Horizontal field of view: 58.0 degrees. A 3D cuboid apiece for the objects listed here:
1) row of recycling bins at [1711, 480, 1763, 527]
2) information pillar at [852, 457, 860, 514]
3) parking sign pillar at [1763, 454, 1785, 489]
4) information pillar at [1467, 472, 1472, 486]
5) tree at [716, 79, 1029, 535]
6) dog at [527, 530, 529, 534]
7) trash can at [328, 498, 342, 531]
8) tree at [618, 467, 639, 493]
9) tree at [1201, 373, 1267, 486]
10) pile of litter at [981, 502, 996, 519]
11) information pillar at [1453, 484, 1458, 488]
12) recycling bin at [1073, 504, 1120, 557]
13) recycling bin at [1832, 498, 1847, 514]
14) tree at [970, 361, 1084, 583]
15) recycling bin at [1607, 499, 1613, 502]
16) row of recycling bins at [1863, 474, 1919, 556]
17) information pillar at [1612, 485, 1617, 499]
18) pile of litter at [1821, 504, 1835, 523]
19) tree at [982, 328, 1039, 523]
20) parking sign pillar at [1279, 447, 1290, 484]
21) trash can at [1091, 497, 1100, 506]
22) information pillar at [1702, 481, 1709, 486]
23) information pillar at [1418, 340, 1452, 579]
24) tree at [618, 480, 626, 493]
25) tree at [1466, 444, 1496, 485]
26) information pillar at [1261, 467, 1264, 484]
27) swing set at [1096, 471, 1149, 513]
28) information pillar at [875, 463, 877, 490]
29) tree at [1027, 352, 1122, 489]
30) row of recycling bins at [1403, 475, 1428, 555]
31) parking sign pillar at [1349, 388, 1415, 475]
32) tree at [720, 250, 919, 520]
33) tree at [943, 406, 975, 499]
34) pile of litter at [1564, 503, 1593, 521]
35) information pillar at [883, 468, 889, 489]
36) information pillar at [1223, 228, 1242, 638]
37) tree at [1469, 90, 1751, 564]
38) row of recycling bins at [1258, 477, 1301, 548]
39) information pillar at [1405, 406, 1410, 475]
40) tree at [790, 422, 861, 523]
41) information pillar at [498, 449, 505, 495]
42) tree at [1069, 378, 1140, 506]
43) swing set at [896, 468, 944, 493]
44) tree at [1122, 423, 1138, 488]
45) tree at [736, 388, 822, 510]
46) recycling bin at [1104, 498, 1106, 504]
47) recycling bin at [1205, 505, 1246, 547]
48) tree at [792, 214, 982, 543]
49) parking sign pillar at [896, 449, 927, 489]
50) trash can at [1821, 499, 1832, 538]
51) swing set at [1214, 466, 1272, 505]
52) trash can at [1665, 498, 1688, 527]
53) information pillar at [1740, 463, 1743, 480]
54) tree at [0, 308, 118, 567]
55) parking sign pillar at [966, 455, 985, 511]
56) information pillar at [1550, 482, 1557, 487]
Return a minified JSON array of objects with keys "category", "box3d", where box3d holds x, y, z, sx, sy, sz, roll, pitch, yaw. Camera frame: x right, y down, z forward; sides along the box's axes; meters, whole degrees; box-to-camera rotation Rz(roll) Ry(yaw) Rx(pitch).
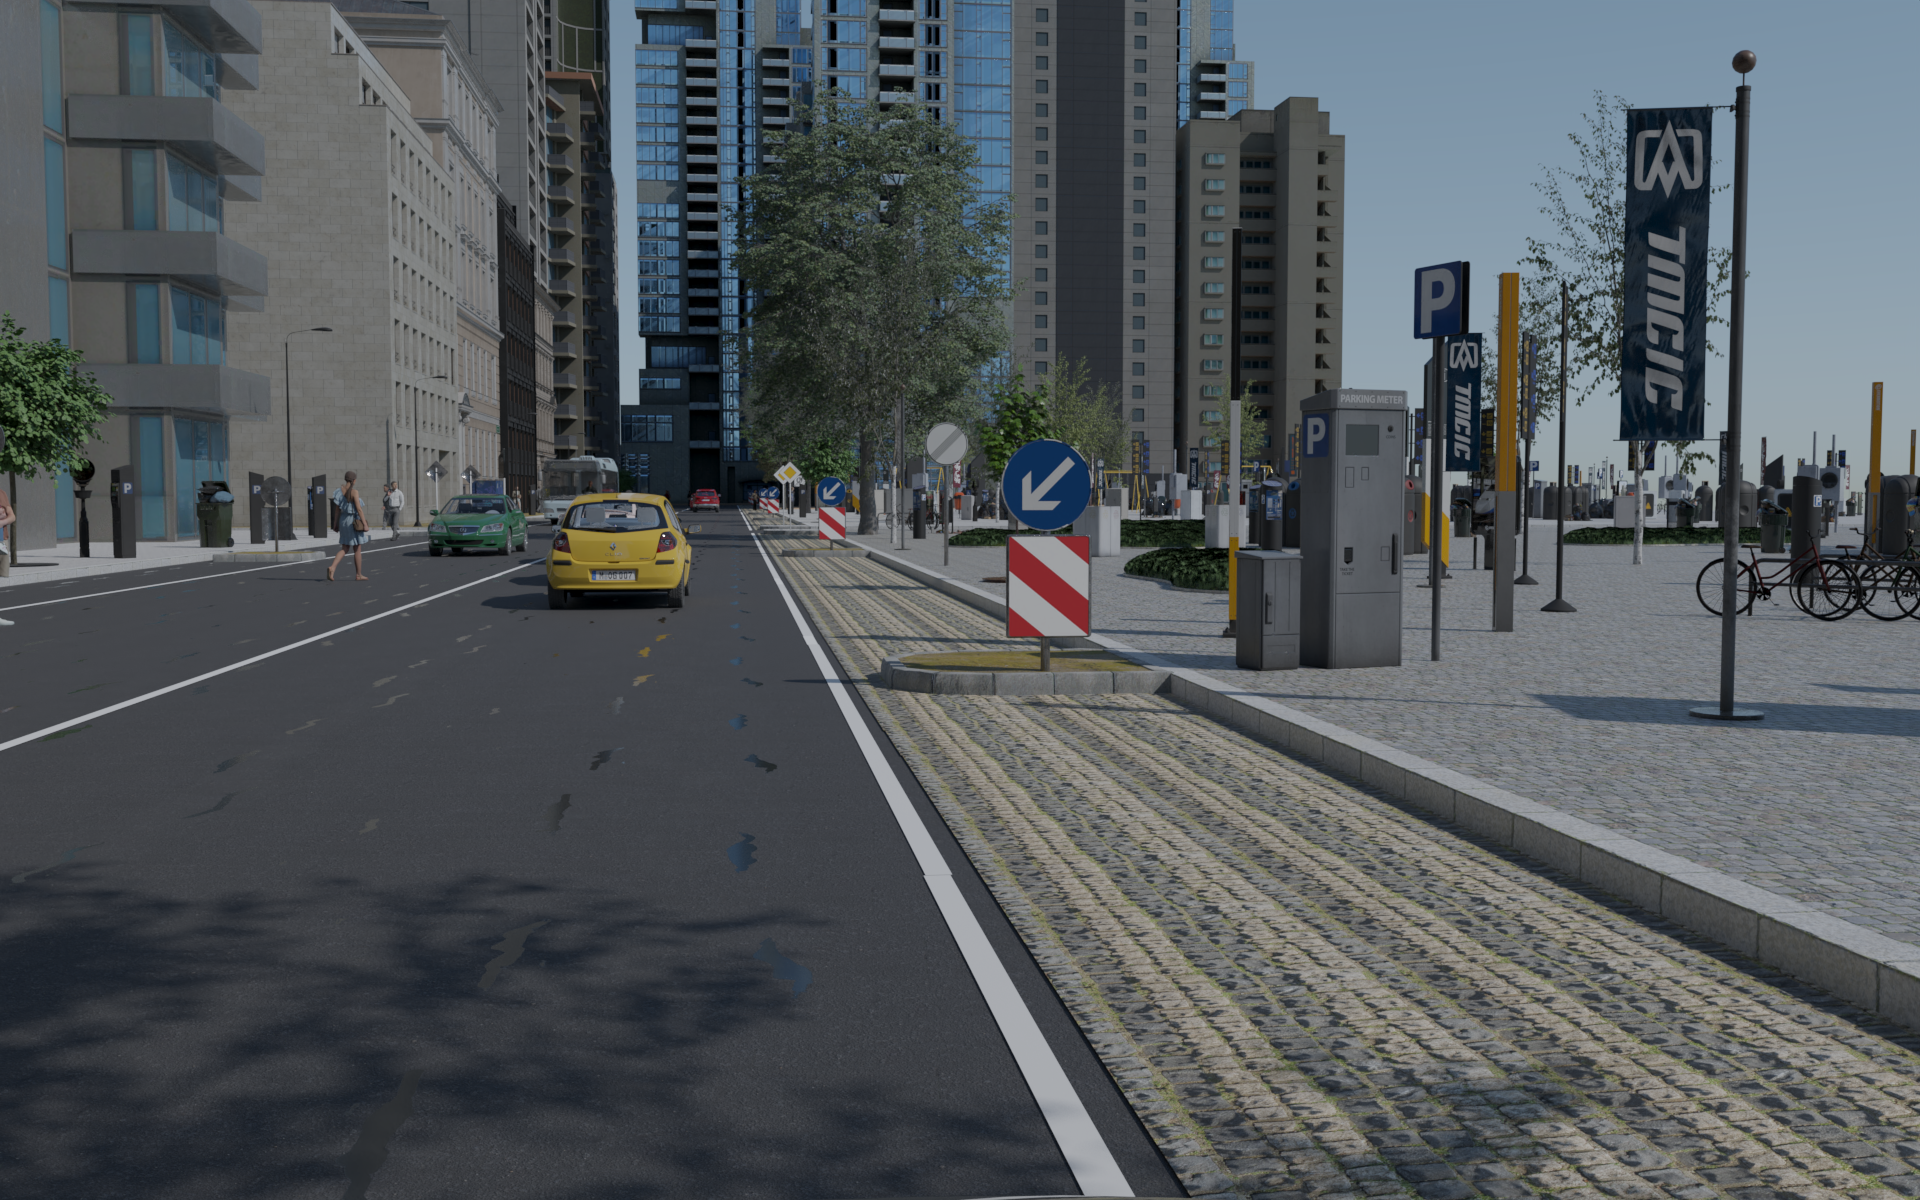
[{"category":"row of recycling bins","box3d":[22.806,-2.672,50.801,1.069,1.692,3.534,2,4,26]},{"category":"information pillar","box3d":[-6.536,-7.212,109.277,0.504,3.616,0.183,1,4,21]},{"category":"parking sign pillar","box3d":[55.561,-7.934,118.192,1.447,3.967,1.447,-2,4,-35]},{"category":"information pillar","box3d":[28.195,-6.392,95.869,0.183,3.616,0.504,3,4,37]},{"category":"tree","box3d":[-2.806,-9.035,54.383,9.857,13.997,8.962,0,3,0]},{"category":"dog","box3d":[-15.016,-2.591,59.192,0.513,0.831,0.800,0,4,-4]},{"category":"trash can","box3d":[-21.380,-2.938,59.692,0.748,1.137,0.748,0,3,0]},{"category":"tree","box3d":[-39.009,-13.308,201.302,4.285,4.588,4.351,0,3,0]},{"category":"tree","box3d":[16.634,-9.426,104.483,4.737,8.622,4.395,0,3,0]},{"category":"pile of litter","box3d":[1.828,-4.585,88.927,1.719,0.858,1.176,-1,4,-15]},{"category":"information pillar","box3d":[35.851,-7.394,125.378,0.304,2.012,0.304,-3,5,-42]},{"category":"recycling bin","box3d":[2.805,-1.408,35.580,0.722,1.027,0.722,3,5,42]},{"category":"recycling bin","box3d":[54.860,-5.844,108.095,0.722,1.027,0.722,3,5,39]},{"category":"tree","box3d":[0.973,-1.876,25.276,1.663,3.219,1.824,0,3,0]},{"category":"recycling bin","box3d":[35.170,-4.931,93.172,0.722,1.027,0.722,1,4,22]},{"category":"row of recycling bins","box3d":[20.337,-1.870,37.695,1.069,1.692,3.534,1,4,20]},{"category":"information pillar","box3d":[53.150,-8.323,140.580,0.304,2.012,0.304,-3,5,-42]},{"category":"pile of litter","box3d":[39.300,-3.964,78.771,1.176,0.858,1.719,2,4,25]},{"category":"tree","box3d":[1.637,-7.777,77.519,4.360,8.622,3.978,0,3,0]},{"category":"parking sign pillar","box3d":[18.665,-6.813,99.865,1.447,3.967,1.447,0,4,2]},{"category":"trash can","box3d":[6.071,-4.168,79.806,0.748,1.137,0.748,0,3,0]},{"category":"information pillar","box3d":[41.132,-5.576,95.654,0.304,2.012,0.304,1,4,10]},{"category":"information pillar","box3d":[7.192,-2.125,26.094,0.504,3.616,0.183,-2,4,-25]},{"category":"tree","box3d":[-39.067,-12.440,197.996,1.663,3.219,1.824,0,3,0]},{"category":"tree","box3d":[18.980,-4.086,61.408,1.663,3.219,1.824,0,3,0]},{"category":"information pillar","box3d":[24.963,-9.272,142.957,0.183,3.616,0.504,-1,4,-21]},{"category":"swing set","box3d":[11.114,-7.253,116.207,3.119,2.851,2.862,2,4,26]},{"category":"information pillar","box3d":[-6.349,-8.543,131.035,0.183,3.616,0.504,-1,4,-9]},{"category":"tree","box3d":[5.632,-8.571,90.505,4.737,8.622,4.395,0,3,0]},{"category":"row of recycling bins","box3d":[8.922,-1.780,36.214,1.069,1.692,3.534,2,4,32]},{"category":"parking sign pillar","box3d":[10.539,-3.400,44.062,1.447,3.967,1.447,-1,4,-18]},{"category":"tree","box3d":[-6.803,-10.811,87.124,12.009,13.543,11.850,0,3,0]},{"category":"tree","box3d":[-0.612,-11.816,143.557,4.737,8.622,4.395,0,3,0]},{"category":"pile of litter","box3d":[29.270,-4.189,82.451,1.719,0.858,1.176,1,4,14]},{"category":"information pillar","box3d":[-6.156,-9.316,143.664,0.504,3.616,0.183,-1,4,-10]},{"category":"information pillar","box3d":[2.467,-1.480,15.546,0.183,3.616,0.504,1,4,8]},{"category":"tree","box3d":[12.205,-4.945,31.220,4.360,8.622,3.978,0,3,0]},{"category":"row of recycling bins","box3d":[8.453,-2.091,41.293,1.069,1.692,3.534,-2,4,-32]},{"category":"information pillar","box3d":[9.805,-2.903,38.811,0.504,3.616,0.183,3,5,43]},{"category":"tree","box3d":[-5.941,-5.767,78.010,4.285,4.588,4.351,0,3,0]},{"category":"information pillar","box3d":[-23.705,-6.013,89.663,0.504,3.616,0.183,3,5,41]},{"category":"tree","box3d":[9.238,-9.813,110.807,4.360,8.622,3.978,0,3,0]},{"category":"swing set","box3d":[-2.323,-6.461,103.260,3.119,2.851,2.862,1,4,19]},{"category":"tree","box3d":[10.942,-10.875,128.164,4.737,8.622,4.395,0,3,0]},{"category":"tree","box3d":[-14.520,-13.236,142.169,9.928,11.665,9.643,0,3,0]},{"category":"recycling bin","box3d":[9.060,-5.541,103.148,0.722,1.027,0.722,2,4,34]},{"category":"recycling bin","box3d":[6.087,-1.662,39.727,0.722,1.027,0.722,-1,4,-16]},{"category":"tree","box3d":[-1.976,-5.790,45.028,4.360,8.622,3.978,0,3,0]},{"category":"parking sign pillar","box3d":[-2.503,-6.625,96.794,1.447,3.967,1.447,-2,4,-33]},{"category":"trash can","box3d":[24.970,-2.371,50.423,0.748,1.137,0.748,0,3,0]},{"category":"swing set","box3d":[16.035,-6.035,96.292,3.119,2.851,2.862,-1,4,-17]},{"category":"trash can","box3d":[25.190,-3.014,60.933,0.748,1.137,0.748,0,3,0]},{"category":"information pillar","box3d":[58.643,-8.497,130.272,0.504,3.616,0.183,-1,4,-9]},{"category":"tree","box3d":[-16.830,-2.875,30.713,4.285,4.588,4.351,0,3,0]},{"category":"parking sign pillar","box3d":[0.941,-7.088,104.353,1.447,3.967,1.447,3,5,41]},{"category":"information pillar","box3d":[35.632,-6.091,104.083,0.304,2.012,0.304,-2,4,-32]}]
